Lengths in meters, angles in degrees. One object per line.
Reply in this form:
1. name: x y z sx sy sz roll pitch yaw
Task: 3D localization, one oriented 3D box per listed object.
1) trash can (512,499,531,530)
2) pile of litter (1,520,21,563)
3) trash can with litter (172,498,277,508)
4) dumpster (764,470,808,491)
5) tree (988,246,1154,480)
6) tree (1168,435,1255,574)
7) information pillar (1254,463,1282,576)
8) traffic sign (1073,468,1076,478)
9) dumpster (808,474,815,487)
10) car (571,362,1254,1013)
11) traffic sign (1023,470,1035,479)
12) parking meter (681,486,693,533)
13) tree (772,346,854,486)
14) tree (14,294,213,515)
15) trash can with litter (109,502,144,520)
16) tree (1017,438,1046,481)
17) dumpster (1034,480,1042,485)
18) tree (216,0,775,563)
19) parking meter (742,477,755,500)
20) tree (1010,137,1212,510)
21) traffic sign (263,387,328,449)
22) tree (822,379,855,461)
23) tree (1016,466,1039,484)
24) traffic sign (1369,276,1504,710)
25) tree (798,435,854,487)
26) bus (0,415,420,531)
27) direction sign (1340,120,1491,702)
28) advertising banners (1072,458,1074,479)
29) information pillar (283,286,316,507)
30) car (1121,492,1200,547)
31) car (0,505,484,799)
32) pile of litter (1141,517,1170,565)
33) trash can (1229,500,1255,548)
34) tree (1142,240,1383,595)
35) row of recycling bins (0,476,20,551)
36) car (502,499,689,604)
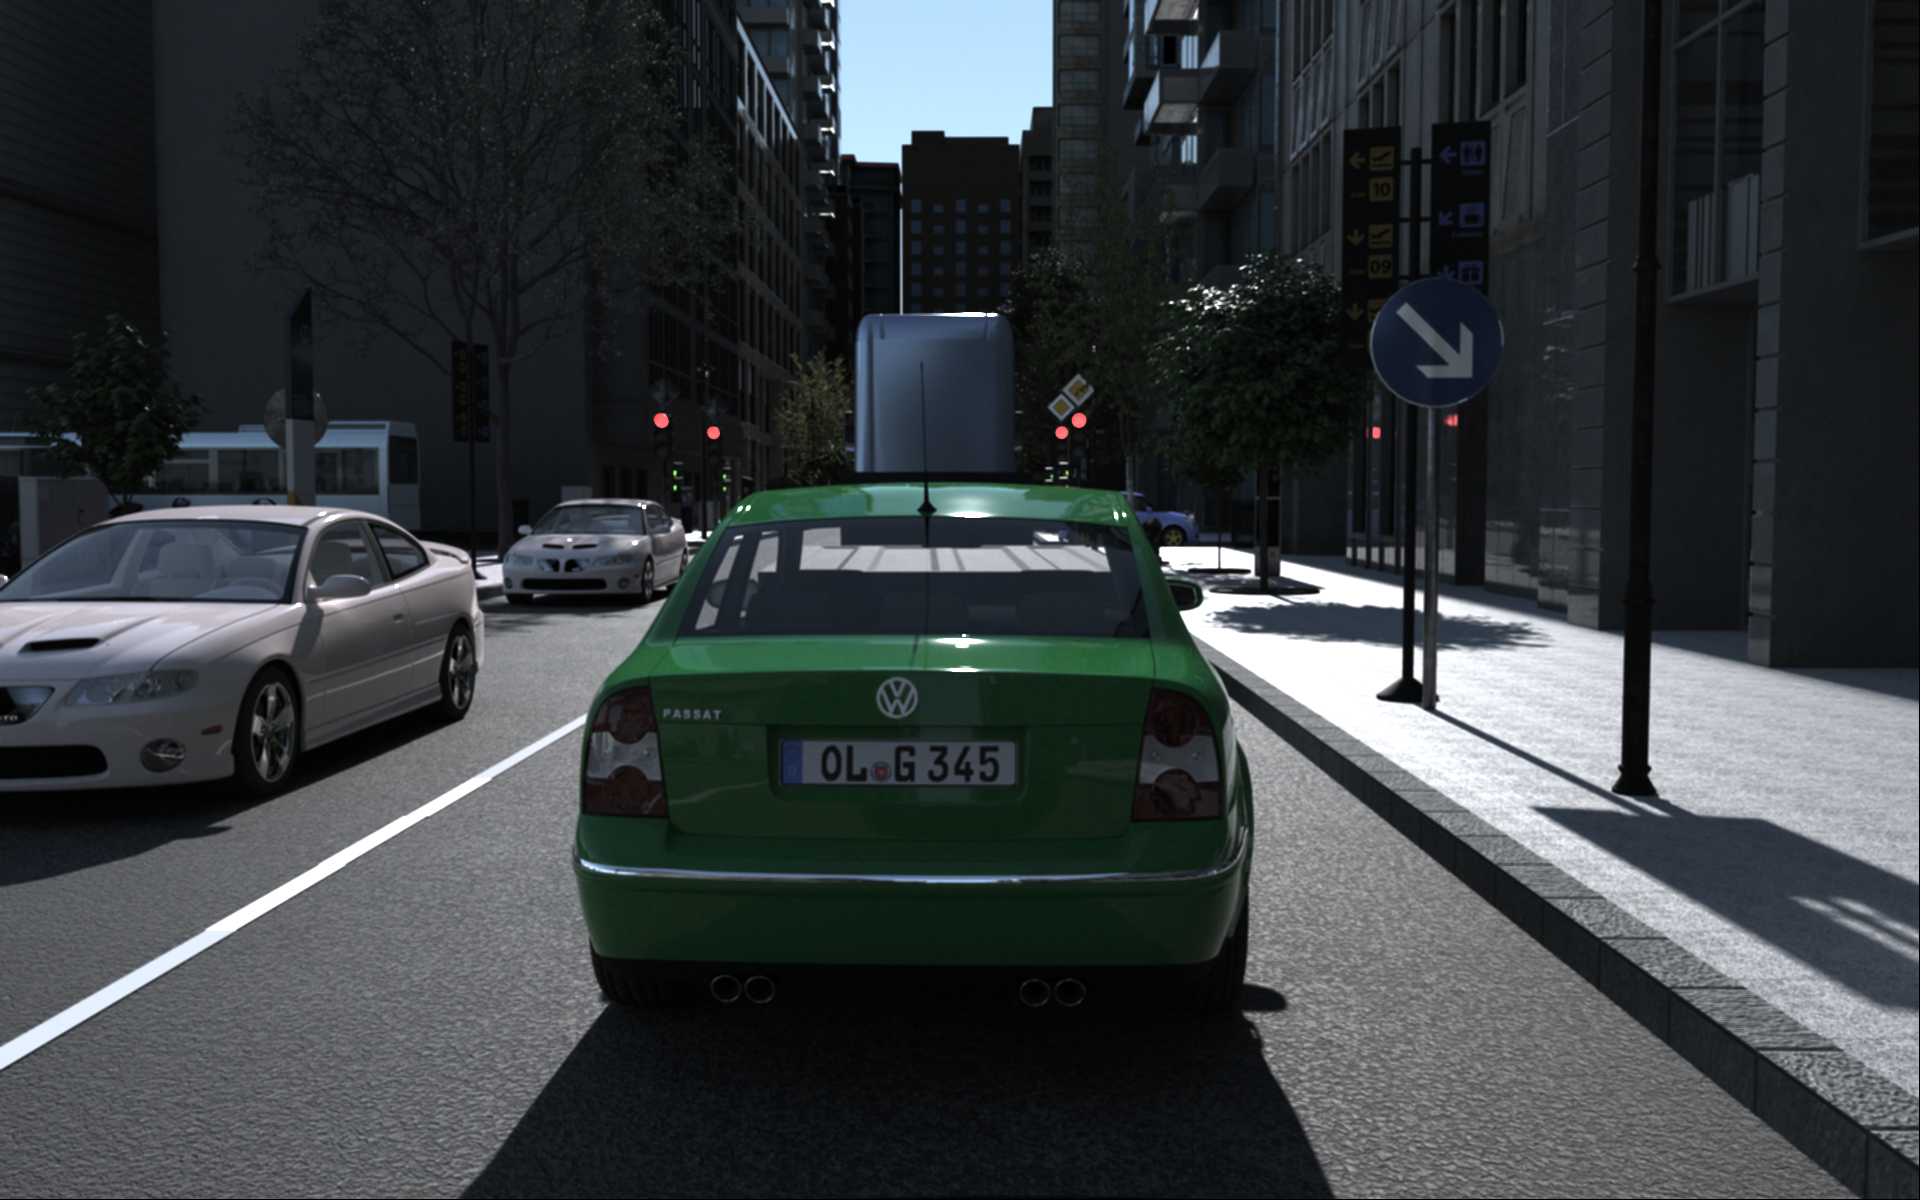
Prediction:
1. trash can: -12.488 -2.276 48.858 0.748 1.137 0.748 0 3 0
2. pile of litter: -16.501 -1.029 30.783 1.719 0.858 1.176 -3 4 -38
3. trash can with litter: -11.247 -0.981 27.100 1.678 1.210 2.233 1 4 20
4. dumpster: -7.105 -4.132 70.045 1.502 2.255 1.985 0 4 0
5. tree: 4.341 -9.980 80.175 9.611 12.733 9.660 0 3 0
6. tree: 4.214 -2.067 28.398 1.663 3.219 1.824 0 3 0
7. information pillar: 4.830 -1.386 27.161 0.304 2.012 0.304 -2 4 -24
8. traffic sign: 3.721 -3.584 59.782 0.795 2.450 0.064 0 4 7
9. dumpster: -7.067 -4.464 75.482 1.502 2.255 1.985 0 4 1
10. car: -0.052 0.160 6.185 1.959 1.807 4.718 0 4 2
11. traffic sign: 3.564 -5.581 91.353 0.768 2.556 0.104 0 4 3
12. parking meter: -8.922 -2.944 56.550 0.372 1.533 0.369 0 3 0
13. tree: -7.474 -8.334 86.630 4.360 8.622 3.978 0 3 0
14. tree: -8.322 -1.366 16.932 1.663 3.219 1.824 0 3 0
15. trash can with litter: -12.066 -0.805 24.544 1.055 1.170 0.624 2 4 24
16. tree: 4.128 -14.599 156.818 7.486 12.596 7.792 0 3 0
17. dumpster: 3.673 -5.572 93.598 1.502 2.255 1.985 0 4 1
18. tree: -8.708 -7.459 32.319 12.009 13.543 11.850 0 3 0
19. parking meter: -7.104 -3.207 58.144 0.399 1.863 0.255 1 4 18
20. tree: 3.475 -5.219 35.691 4.737 8.622 4.395 0 3 0
21. traffic sign: -7.789 -1.236 20.322 0.768 2.556 0.104 0 4 1
22. tree: -7.192 -9.871 111.757 4.737 8.622 4.395 0 3 0
23. tree: 4.031 -6.745 104.889 1.663 3.219 1.824 0 3 0
24. traffic sign: 2.795 -0.620 10.242 0.768 2.556 0.104 0 4 7
25. tree: -7.365 -6.912 96.717 4.285 4.588 4.351 0 3 0
26. bus: -20.814 -3.022 44.275 13.247 3.499 2.948 0 3 0
27. direction sign: 2.801 -1.146 10.733 0.876 3.537 0.379 1 4 19
28. advertising banners: 3.947 -4.049 62.394 0.090 3.025 2.074 1 4 13
29. information pillar: -7.363 -1.713 19.357 0.183 3.616 0.504 0 4 8
30. car: 4.415 -2.183 45.286 3.694 1.707 1.945 0 4 2
31. car: -4.119 0.164 9.677 2.083 1.381 4.827 0 4 2
32. pile of litter: 3.282 -1.098 31.921 1.176 0.858 1.719 0 4 7
33. trash can: 6.749 -1.802 41.119 0.748 1.137 0.748 0 3 0
34. tree: 4.060 -2.376 22.567 4.285 4.588 4.351 0 3 0
35. row of recycling bins: -21.979 -2.008 39.936 1.069 1.692 3.534 -1 4 -15
36. car: -4.970 -0.720 24.131 2.083 1.381 4.827 0 4 1
